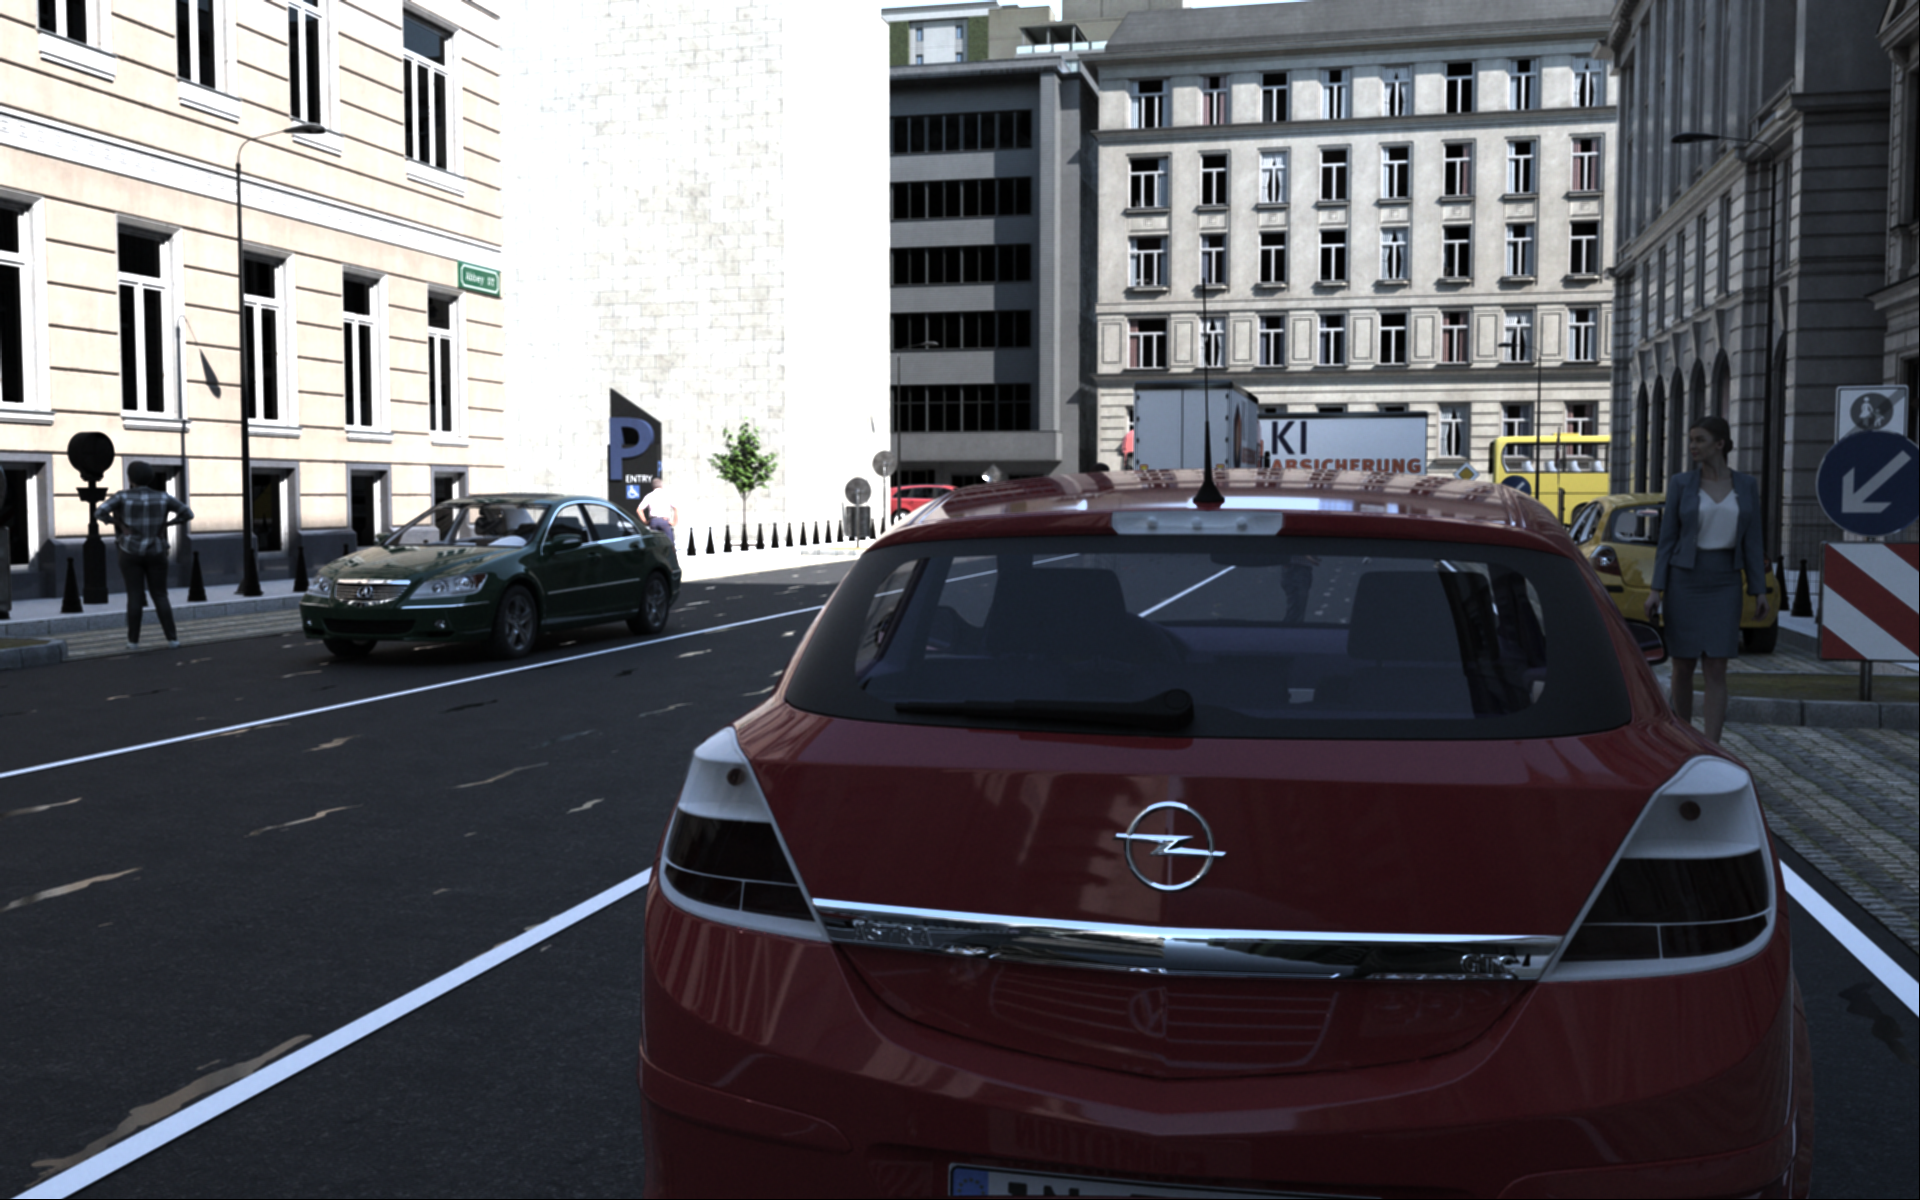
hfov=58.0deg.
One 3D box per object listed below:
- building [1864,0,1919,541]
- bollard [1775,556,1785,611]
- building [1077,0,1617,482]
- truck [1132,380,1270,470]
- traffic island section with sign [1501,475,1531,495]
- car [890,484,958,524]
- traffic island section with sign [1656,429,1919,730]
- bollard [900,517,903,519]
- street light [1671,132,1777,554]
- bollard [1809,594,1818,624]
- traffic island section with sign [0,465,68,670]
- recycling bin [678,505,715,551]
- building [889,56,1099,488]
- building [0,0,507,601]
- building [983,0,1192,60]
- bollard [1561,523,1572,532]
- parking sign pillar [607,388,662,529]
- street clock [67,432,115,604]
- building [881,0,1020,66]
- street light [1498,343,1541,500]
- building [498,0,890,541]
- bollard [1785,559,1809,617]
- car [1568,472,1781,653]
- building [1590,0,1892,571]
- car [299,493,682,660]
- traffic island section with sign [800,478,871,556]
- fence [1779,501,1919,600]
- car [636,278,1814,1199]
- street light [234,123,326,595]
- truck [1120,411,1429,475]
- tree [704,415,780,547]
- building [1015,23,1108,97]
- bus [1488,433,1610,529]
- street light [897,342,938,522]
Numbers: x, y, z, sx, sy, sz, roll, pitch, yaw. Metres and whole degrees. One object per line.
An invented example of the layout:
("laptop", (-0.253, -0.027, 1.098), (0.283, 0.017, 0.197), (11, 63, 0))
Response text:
("building", (16.995, -9.335, 17.247), (10.561, 19.102, 19.286), (1, 4, 13))
("bollard", (9.067, -0.191, 19.158), (0.229, 0.601, 0.229), (0, 3, 0))
("building", (21.675, -15.181, 81.499), (30.059, 22.955, 16.112), (1, 4, 13))
("truck", (6.855, -3.626, 48.207), (2.839, 4.237, 11.283), (1, 4, 14))
("traffic island section with sign", (11.890, -1.776, 37.671), (1.989, 1.847, 2.006), (1, 4, 13))
("car", (-0.552, -3.600, 67.528), (5.304, 1.827, 2.281), (1, 4, 14))
("traffic island section with sign", (5.691, -0.172, 11.435), (1.989, 1.847, 2.006), (1, 4, 13))
("bollard", (-1.752, -2.194, 51.921), (0.229, 0.601, 0.229), (0, 3, 0))
("street light", (9.829, -3.043, 22.302), (1.470, 5.913, 1.316), (1, 4, 13))
("bollard", (8.591, -0.068, 17.147), (0.229, 0.601, 0.229), (0, 3, 0))
("traffic island section with sign", (-8.722, -0.358, 14.479), (1.989, 1.847, 2.006), (1, 4, 13))
("recycling bin", (-5.958, -1.628, 39.171), (0.722, 1.027, 0.722), (0, 4, 1))
("building", (-7.886, -16.390, 87.046), (30.058, 24.678, 14.314), (1, 4, 13))
("building", (-16.705, -14.550, 23.793), (13.634, 28.700, 20.117), (1, 4, 13))
("building", (13.971, -33.476, 171.036), (21.300, 48.544, 21.600), (1, 4, 13))
("bollard", (14.069, -1.480, 40.237), (0.229, 0.601, 0.229), (0, 3, 0))
("parking sign pillar", (-8.256, -3.395, 43.985), (1.447, 3.967, 1.447), (0, 4, 6))
("street clock", (-10.113, -0.956, 20.207), (0.358, 2.002, 0.471), (1, 4, 20))
("building", (-4.924, -40.797, 209.033), (28.212, 58.520, 21.231), (1, 4, 13))
("street light", (17.209, -4.936, 53.247), (1.470, 5.913, 1.316), (1, 4, 13))
("building", (-11.670, -12.143, 53.284), (16.860, 20.320, 10.420), (1, 4, 13))
("bollard", (8.834, -0.129, 18.155), (0.229, 0.601, 0.229), (0, 3, 0))
("car", (6.805, -0.419, 17.067), (2.015, 1.641, 3.980), (1, 4, 13))
("building", (22.251, -12.012, 38.197), (13.314, 21.916, 24.055), (1, 4, 13))
("car", (-4.318, -0.296, 16.642), (2.131, 1.459, 4.920), (1, 4, 15))
("traffic island section with sign", (-2.511, -1.962, 40.711), (1.989, 1.847, 2.006), (1, 4, 13))
("fence", (10.780, -0.559, 20.345), (2.264, 1.192, 0.480), (2, 4, 33))
("car", (0.709, 0.289, 4.318), (2.155, 1.783, 4.494), (1, 4, 12))
("street light", (-8.622, -3.023, 21.970), (1.470, 5.913, 1.316), (1, 4, 13))
("truck", (10.635, -4.412, 61.057), (11.283, 4.237, 2.839), (1, 4, 14))
("tree", (-5.177, -2.934, 42.578), (1.663, 3.219, 1.824), (0, 3, 0))
("building", (12.863, -28.715, 153.089), (14.154, 41.232, 14.086), (1, 4, 13))
("bus", (25.869, -4.408, 63.620), (12.252, 3.916, 2.896), (1, 4, 13))
("street light", (-1.347, -4.924, 53.056), (1.470, 5.913, 1.316), (1, 4, 13))
